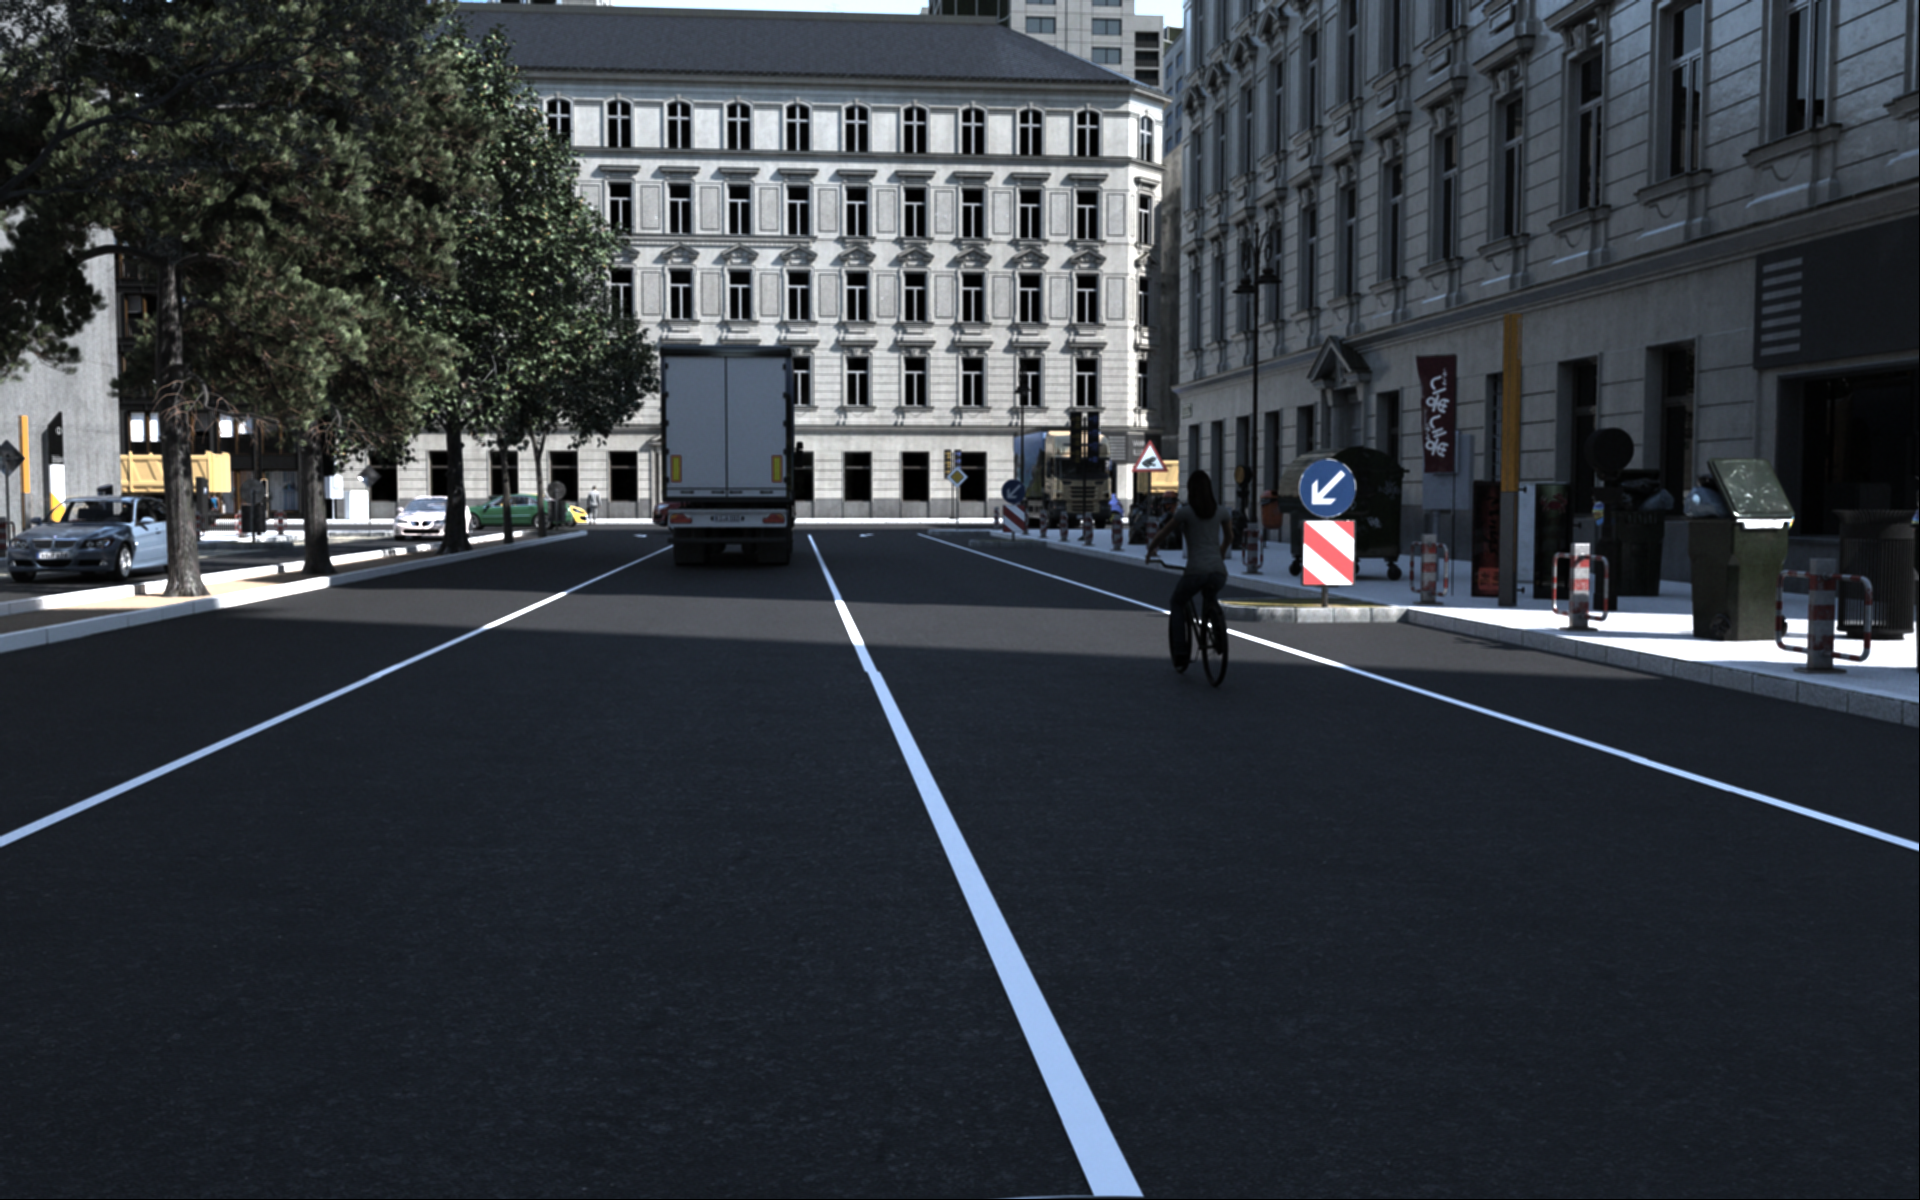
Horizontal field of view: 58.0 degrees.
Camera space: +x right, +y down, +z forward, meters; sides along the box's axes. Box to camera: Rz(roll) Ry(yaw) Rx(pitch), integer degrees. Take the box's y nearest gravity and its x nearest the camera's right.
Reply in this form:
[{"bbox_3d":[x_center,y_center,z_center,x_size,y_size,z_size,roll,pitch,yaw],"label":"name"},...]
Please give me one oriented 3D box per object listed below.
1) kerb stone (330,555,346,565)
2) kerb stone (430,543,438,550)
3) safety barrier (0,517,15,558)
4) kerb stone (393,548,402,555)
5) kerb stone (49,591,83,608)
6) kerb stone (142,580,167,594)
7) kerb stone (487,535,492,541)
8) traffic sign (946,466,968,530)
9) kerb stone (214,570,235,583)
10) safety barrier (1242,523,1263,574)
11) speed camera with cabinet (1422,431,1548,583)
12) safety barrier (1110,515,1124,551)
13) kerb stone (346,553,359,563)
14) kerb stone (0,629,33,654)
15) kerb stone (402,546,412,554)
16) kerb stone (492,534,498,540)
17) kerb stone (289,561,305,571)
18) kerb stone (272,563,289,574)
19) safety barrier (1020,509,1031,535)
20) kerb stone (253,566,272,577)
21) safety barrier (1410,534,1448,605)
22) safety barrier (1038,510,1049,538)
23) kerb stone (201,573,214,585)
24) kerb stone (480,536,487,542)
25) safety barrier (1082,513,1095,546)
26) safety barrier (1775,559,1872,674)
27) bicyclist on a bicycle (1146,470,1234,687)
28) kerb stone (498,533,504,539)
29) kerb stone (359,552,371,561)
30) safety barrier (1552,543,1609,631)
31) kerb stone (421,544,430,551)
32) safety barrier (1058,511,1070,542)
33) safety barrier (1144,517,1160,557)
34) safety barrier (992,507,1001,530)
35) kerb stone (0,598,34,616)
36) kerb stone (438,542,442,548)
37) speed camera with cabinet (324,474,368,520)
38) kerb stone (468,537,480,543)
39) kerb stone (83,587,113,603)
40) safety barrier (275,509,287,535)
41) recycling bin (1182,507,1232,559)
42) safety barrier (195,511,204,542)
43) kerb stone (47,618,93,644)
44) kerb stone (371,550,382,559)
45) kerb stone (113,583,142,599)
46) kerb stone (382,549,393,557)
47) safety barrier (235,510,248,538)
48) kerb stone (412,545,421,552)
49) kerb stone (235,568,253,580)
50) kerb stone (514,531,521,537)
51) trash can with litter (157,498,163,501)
[{"bbox_3d":[-12.736,-0.799,35.270,0.120,0.150,1.000,0,4,-6],"label":"kerb stone"},{"bbox_3d":[-13.634,-1.362,44.470,0.120,0.150,1.000,0,4,-6],"label":"kerb stone"},{"bbox_3d":[-19.343,-1.266,34.974,0.300,0.817,1.120,0,4,-6],"label":"safety barrier"},{"bbox_3d":[-13.240,-1.112,40.380,0.120,0.150,1.000,0,4,-6],"label":"kerb stone"},{"bbox_3d":[-11.426,0.014,21.960,0.120,0.150,1.000,0,4,-6],"label":"kerb stone"},{"bbox_3d":[-11.721,-0.173,25.021,0.120,0.150,1.000,0,4,-6],"label":"kerb stone"},{"bbox_3d":[-14.440,-1.863,52.651,0.120,0.150,1.000,0,4,-6],"label":"kerb stone"},{"bbox_3d":[-0.101,-3.529,61.334,0.795,2.450,0.064,0,4,-6],"label":"traffic sign"},{"bbox_3d":[-12.024,-0.361,28.093,0.120,0.150,1.000,0,4,-6],"label":"kerb stone"},{"bbox_3d":[4.685,-0.823,27.736,0.300,0.817,1.120,0,4,-6],"label":"safety barrier"},{"bbox_3d":[7.826,-1.890,25.231,2.038,3.252,0.660,2,4,24],"label":"speed camera with cabinet"},{"bbox_3d":[3.558,-1.524,39.199,0.300,0.817,1.120,0,4,-6],"label":"safety barrier"},{"bbox_3d":[-12.835,-0.862,36.291,0.120,0.150,1.000,0,4,-6],"label":"kerb stone"},{"bbox_3d":[-8.728,0.378,16.019,0.120,0.150,1.000,0,4,-6],"label":"kerb stone"},{"bbox_3d":[-13.341,-1.166,41.405,0.120,0.150,1.000,0,4,-6],"label":"kerb stone"},{"bbox_3d":[-14.530,-1.925,53.672,0.120,0.150,1.000,0,4,-6],"label":"kerb stone"},{"bbox_3d":[-12.431,-0.612,32.195,0.120,0.150,1.000,0,4,-6],"label":"kerb stone"},{"bbox_3d":[-12.328,-0.542,31.164,0.120,0.150,1.000,0,4,-6],"label":"kerb stone"},{"bbox_3d":[2.060,-2.460,54.492,0.300,0.817,1.120,0,4,-6],"label":"safety barrier"},{"bbox_3d":[-12.229,-0.480,30.133,0.120,0.150,1.000,0,4,-6],"label":"kerb stone"},{"bbox_3d":[5.435,-0.356,20.088,0.300,0.817,1.120,0,4,-6],"label":"safety barrier"},{"bbox_3d":[2.437,-2.226,50.672,0.300,0.817,1.120,0,4,-6],"label":"safety barrier"},{"bbox_3d":[-11.927,-0.298,27.066,0.120,0.150,1.000,0,4,-6],"label":"kerb stone"},{"bbox_3d":[-14.340,-1.797,51.631,0.120,0.150,1.000,0,4,-6],"label":"kerb stone"},{"bbox_3d":[3.187,-1.758,43.020,0.300,0.817,1.120,0,4,-6],"label":"safety barrier"},{"bbox_3d":[6.186,0.113,12.436,0.300,0.817,1.120,0,4,-6],"label":"safety barrier"},{"bbox_3d":[1.822,-0.203,13.343,1.499,1.676,1.625,0,4,-7],"label":"bicyclist on a bicycle"},{"bbox_3d":[-14.637,-1.988,54.691,0.120,0.150,1.000,0,4,-6],"label":"kerb stone"},{"bbox_3d":[-12.935,-0.925,37.317,0.120,0.150,1.000,0,4,-6],"label":"kerb stone"},{"bbox_3d":[5.813,-0.121,16.257,0.300,0.817,1.120,0,4,-6],"label":"safety barrier"},{"bbox_3d":[-13.532,-1.299,43.446,0.120,0.150,1.000,0,4,-6],"label":"kerb stone"},{"bbox_3d":[2.813,-1.992,46.840,0.300,0.817,1.120,0,4,-6],"label":"safety barrier"},{"bbox_3d":[3.932,-1.291,35.378,0.300,0.817,1.120,0,4,-6],"label":"safety barrier"},{"bbox_3d":[1.314,-2.927,62.135,0.300,0.817,1.120,0,4,-6],"label":"safety barrier"},{"bbox_3d":[-11.323,0.077,20.940,0.120,0.150,1.000,0,4,-6],"label":"kerb stone"},{"bbox_3d":[-13.737,-1.425,45.490,0.120,0.150,1.000,0,4,-6],"label":"kerb stone"},{"bbox_3d":[-30.320,-5.579,85.549,0.660,3.252,2.038,3,5,40],"label":"speed camera with cabinet"},{"bbox_3d":[-14.241,-1.737,50.607,0.120,0.150,1.000,0,4,-6],"label":"kerb stone"},{"bbox_3d":[-11.527,-0.048,22.980,0.120,0.150,1.000,0,4,-6],"label":"kerb stone"},{"bbox_3d":[-21.213,-2.435,54.081,0.300,0.817,1.120,0,4,-6],"label":"safety barrier"},{"bbox_3d":[4.898,-1.332,34.335,0.722,1.027,0.722,-2,4,-28],"label":"recycling bin"},{"bbox_3d":[-20.466,-1.967,46.436,0.300,0.817,1.120,0,4,-6],"label":"safety barrier"},{"bbox_3d":[-8.826,0.315,17.048,0.120,0.150,1.000,0,4,-6],"label":"kerb stone"},{"bbox_3d":[-13.034,-0.985,38.338,0.120,0.150,1.000,0,4,-6],"label":"kerb stone"},{"bbox_3d":[-11.625,-0.109,24.001,0.120,0.150,1.000,0,4,-6],"label":"kerb stone"},{"bbox_3d":[-13.127,-1.050,39.360,0.120,0.150,1.000,0,4,-6],"label":"kerb stone"},{"bbox_3d":[-20.843,-2.201,50.260,0.300,0.817,1.120,0,4,-6],"label":"safety barrier"},{"bbox_3d":[-13.434,-1.237,42.425,0.120,0.150,1.000,0,4,-6],"label":"kerb stone"},{"bbox_3d":[-12.137,-0.421,29.112,0.120,0.150,1.000,0,4,-6],"label":"kerb stone"},{"bbox_3d":[-15.032,-2.239,58.804,0.120,0.150,1.000,0,4,-6],"label":"kerb stone"},{"bbox_3d":[-20.826,-2.005,44.166,1.055,1.170,0.624,-1,4,-18],"label":"trash can with litter"}]
